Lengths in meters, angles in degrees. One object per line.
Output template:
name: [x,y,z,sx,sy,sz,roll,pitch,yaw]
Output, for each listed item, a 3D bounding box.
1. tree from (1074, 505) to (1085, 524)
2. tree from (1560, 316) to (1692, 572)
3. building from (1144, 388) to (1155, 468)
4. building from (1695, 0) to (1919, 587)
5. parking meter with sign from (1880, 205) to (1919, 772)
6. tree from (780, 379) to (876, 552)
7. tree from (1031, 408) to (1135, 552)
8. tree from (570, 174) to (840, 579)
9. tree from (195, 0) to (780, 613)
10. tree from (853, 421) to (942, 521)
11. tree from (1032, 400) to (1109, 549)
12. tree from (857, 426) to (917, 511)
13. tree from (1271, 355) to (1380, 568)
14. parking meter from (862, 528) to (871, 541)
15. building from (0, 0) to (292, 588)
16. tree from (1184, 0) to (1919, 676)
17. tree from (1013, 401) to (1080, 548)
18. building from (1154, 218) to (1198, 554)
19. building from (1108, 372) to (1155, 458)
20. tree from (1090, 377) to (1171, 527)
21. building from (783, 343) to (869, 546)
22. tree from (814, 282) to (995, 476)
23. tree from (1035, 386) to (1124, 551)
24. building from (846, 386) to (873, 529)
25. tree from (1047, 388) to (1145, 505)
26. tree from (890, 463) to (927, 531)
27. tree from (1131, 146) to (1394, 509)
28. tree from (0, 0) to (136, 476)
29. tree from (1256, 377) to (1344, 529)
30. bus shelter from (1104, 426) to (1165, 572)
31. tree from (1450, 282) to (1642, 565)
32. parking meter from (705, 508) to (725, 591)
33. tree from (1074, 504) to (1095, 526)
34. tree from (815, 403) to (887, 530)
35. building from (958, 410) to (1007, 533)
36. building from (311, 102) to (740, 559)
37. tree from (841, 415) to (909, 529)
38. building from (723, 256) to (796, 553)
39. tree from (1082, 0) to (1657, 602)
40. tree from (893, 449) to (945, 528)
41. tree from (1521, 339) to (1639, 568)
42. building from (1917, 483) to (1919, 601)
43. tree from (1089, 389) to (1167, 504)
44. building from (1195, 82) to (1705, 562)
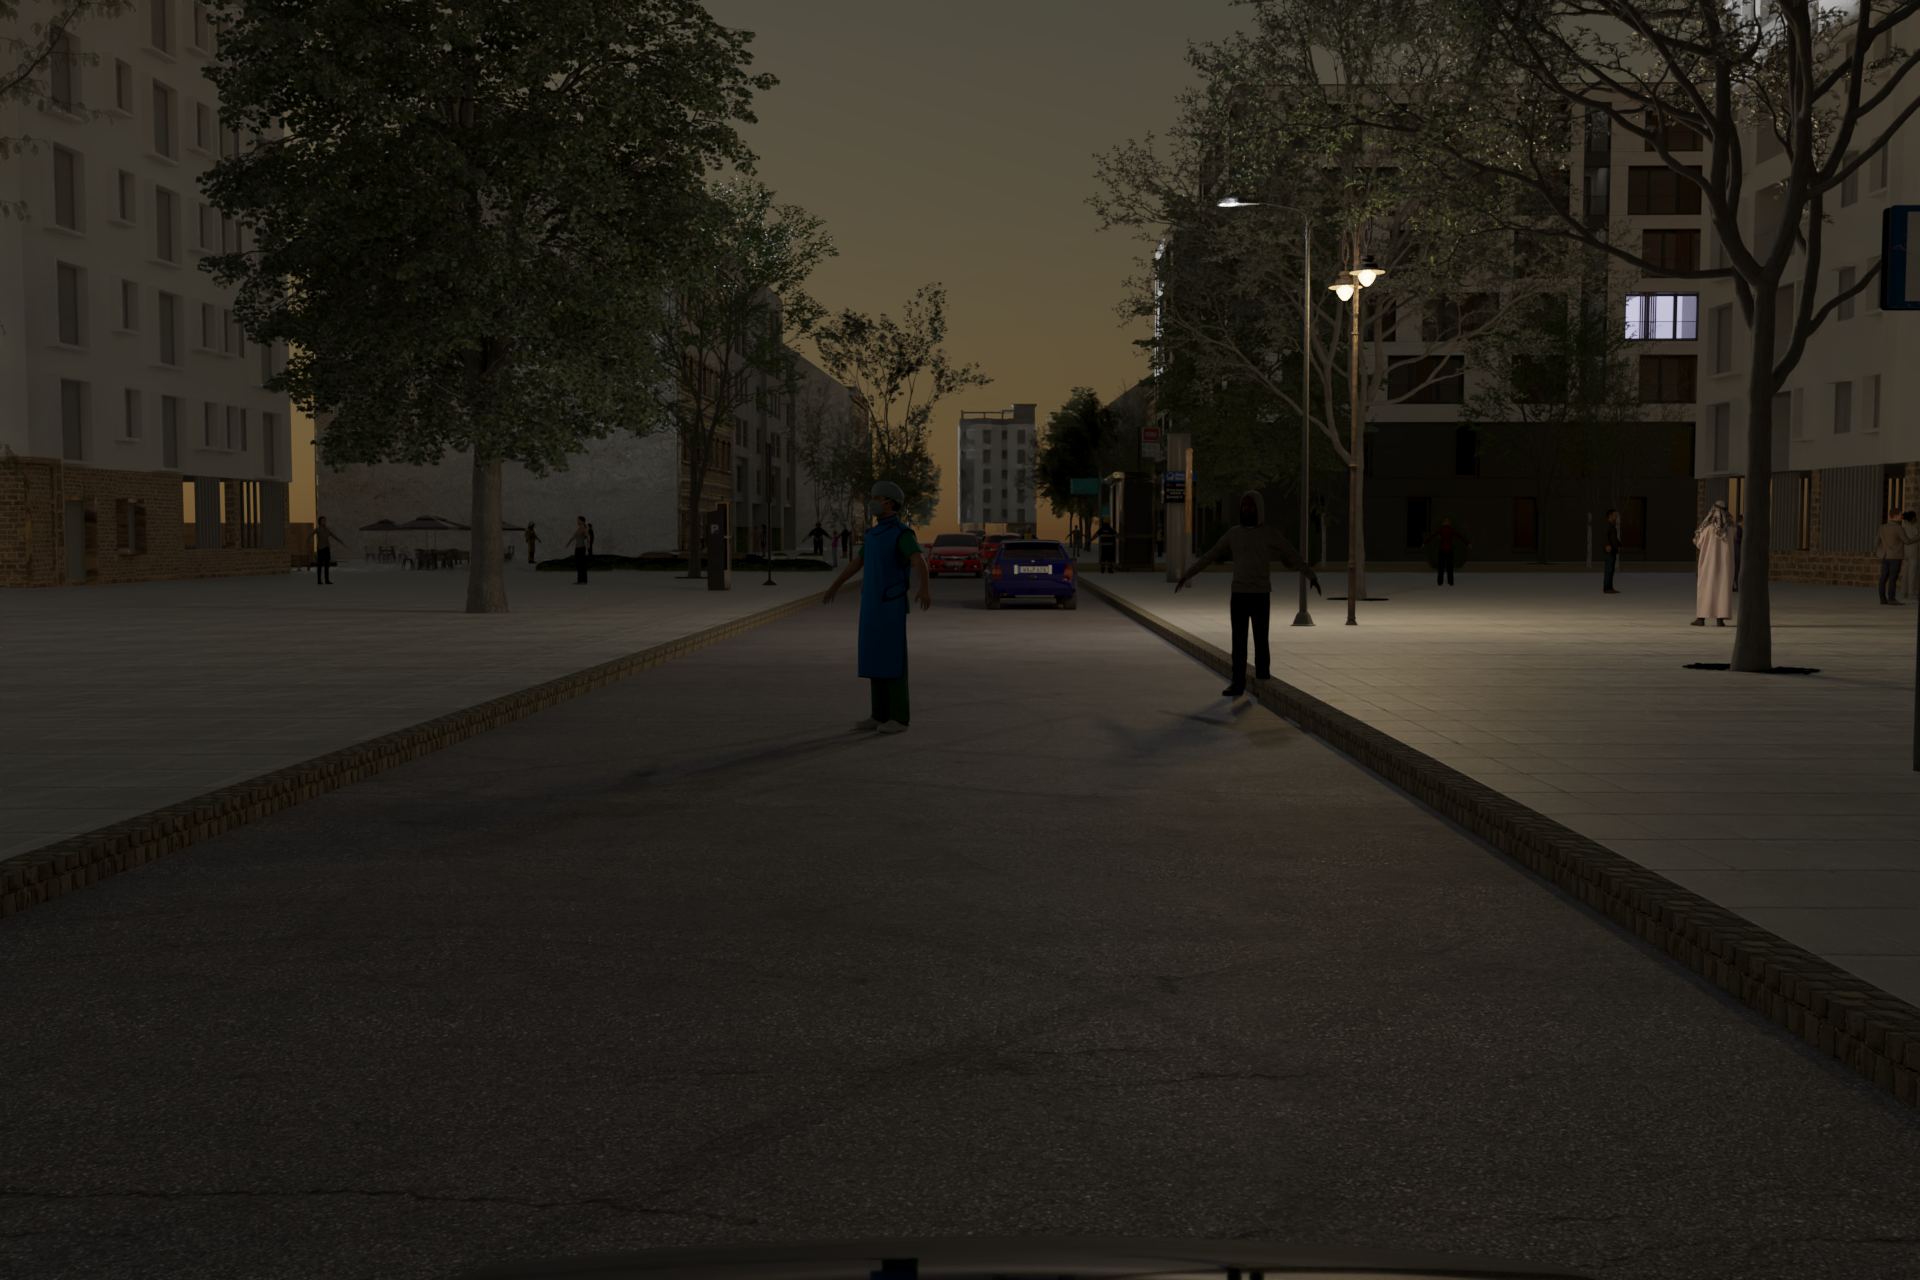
tree: [18.509,-18.484,252.580,4.737,8.622,4.395,0,3,0]
tree: [22.210,-6.643,58.971,4.360,8.622,3.978,0,3,0]
building: [29.957,-21.569,183.585,19.493,23.208,18.063,0,4,1]
building: [27.030,-11.801,49.363,16.016,20.090,11.380,0,4,2]
parking meter with sign: [5.177,-0.746,8.460,0.543,3.016,1.738,0,4,1]
tree: [-6.786,-7.991,81.023,4.360,8.622,3.978,0,3,0]
tree: [9.298,-11.640,124.723,8.767,10.594,7.601,0,3,0]
tree: [-7.483,-7.578,49.649,9.928,11.665,9.643,0,3,0]
tree: [-7.835,-7.422,28.011,9.857,13.997,8.962,0,3,0]
tree: [-5.190,-12.770,143.209,8.767,10.594,7.601,1,4,15]
tree: [9.838,-13.980,146.705,7.486,12.596,7.792,0,3,0]
tree: [-5.211,-10.347,119.543,4.737,8.622,4.395,0,3,0]
tree: [13.880,-7.058,65.753,4.360,8.622,3.978,0,3,0]
parking meter: [-3.898,-3.912,72.374,0.372,1.533,0.369,0,3,0]
building: [-26.794,-11.382,42.508,16.016,20.090,11.380,0,4,1]
tree: [7.536,-6.456,15.933,12.009,13.543,11.850,0,3,0]
tree: [10.231,-15.226,159.322,12.009,13.543,11.850,0,3,0]
building: [28.124,-17.368,127.945,27.936,21.610,32.646,0,4,1]
building: [27.265,-23.240,210.895,19.493,23.208,18.063,0,4,1]
tree: [8.752,-7.961,80.529,4.360,8.622,3.978,0,3,0]
building: [-20.685,-22.380,196.843,19.493,23.208,18.063,0,4,2]
tree: [-3.973,-16.728,129.397,12.611,20.169,13.585,0,3,0]
tree: [9.588,-13.174,133.514,7.486,12.596,7.792,0,3,0]
building: [-20.612,-21.810,223.054,16.747,18.905,31.486,0,4,1]
tree: [9.082,-10.832,111.521,7.601,10.594,8.767,0,4,5]
tree: [-5.016,-12.732,158.522,4.360,8.622,3.978,0,3,0]
tree: [8.631,-8.071,50.093,7.486,12.596,7.792,0,3,0]
tree: [-8.629,-3.782,12.203,4.360,8.622,3.978,0,3,0]
tree: [14.918,-7.642,75.316,4.737,8.622,4.395,0,3,0]
bus shelter: [6.349,-5.184,62.385,2.179,5.291,8.768,0,4,2]
tree: [24.569,-8.995,72.827,9.928,11.665,9.643,0,3,0]
parking meter: [-5.553,-2.052,39.263,0.399,1.863,0.255,0,4,1]
tree: [18.874,-18.210,248.102,4.360,8.622,3.978,0,3,0]
tree: [-6.569,-8.986,97.288,4.360,8.622,3.978,0,3,0]
building: [0.113,-24.217,254.823,11.380,20.090,16.016,0,4,-4]
building: [-23.233,-16.224,96.183,19.493,23.208,18.063,0,4,1]
tree: [-5.944,-9.578,106.962,4.360,8.622,3.978,0,3,0]
building: [-22.030,-15.696,123.087,16.747,18.905,31.486,0,4,2]
tree: [7.548,-7.502,33.030,12.009,13.543,11.850,0,3,0]
tree: [-7.238,-21.113,251.853,9.857,13.997,8.962,0,3,0]
tree: [23.803,-6.991,64.660,4.360,8.622,3.978,0,3,0]
building: [27.398,-11.762,23.239,19.493,23.208,18.063,0,4,1]
tree: [8.822,-8.328,86.533,4.360,8.622,3.978,0,3,0]
building: [26.713,-15.360,95.112,27.936,21.610,32.646,0,4,1]
